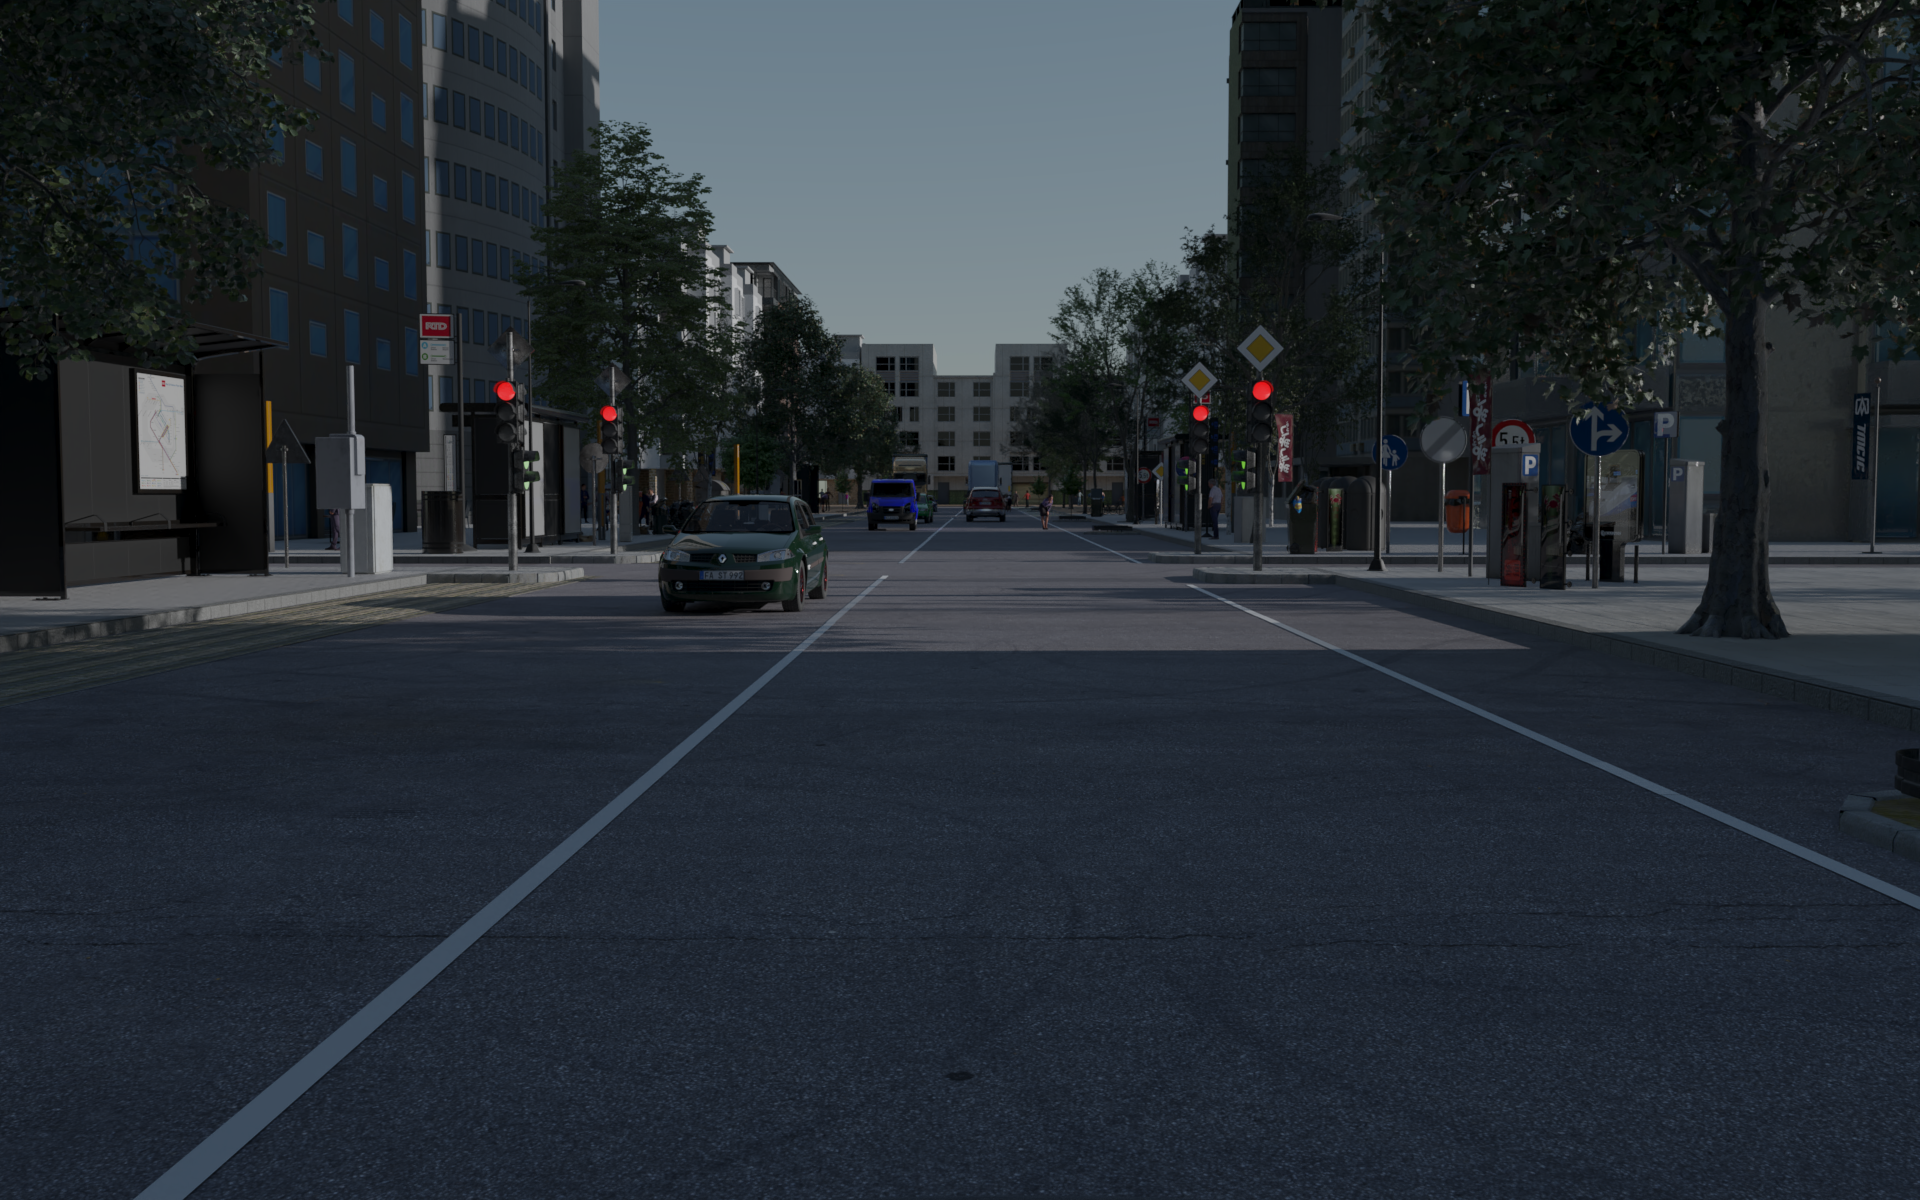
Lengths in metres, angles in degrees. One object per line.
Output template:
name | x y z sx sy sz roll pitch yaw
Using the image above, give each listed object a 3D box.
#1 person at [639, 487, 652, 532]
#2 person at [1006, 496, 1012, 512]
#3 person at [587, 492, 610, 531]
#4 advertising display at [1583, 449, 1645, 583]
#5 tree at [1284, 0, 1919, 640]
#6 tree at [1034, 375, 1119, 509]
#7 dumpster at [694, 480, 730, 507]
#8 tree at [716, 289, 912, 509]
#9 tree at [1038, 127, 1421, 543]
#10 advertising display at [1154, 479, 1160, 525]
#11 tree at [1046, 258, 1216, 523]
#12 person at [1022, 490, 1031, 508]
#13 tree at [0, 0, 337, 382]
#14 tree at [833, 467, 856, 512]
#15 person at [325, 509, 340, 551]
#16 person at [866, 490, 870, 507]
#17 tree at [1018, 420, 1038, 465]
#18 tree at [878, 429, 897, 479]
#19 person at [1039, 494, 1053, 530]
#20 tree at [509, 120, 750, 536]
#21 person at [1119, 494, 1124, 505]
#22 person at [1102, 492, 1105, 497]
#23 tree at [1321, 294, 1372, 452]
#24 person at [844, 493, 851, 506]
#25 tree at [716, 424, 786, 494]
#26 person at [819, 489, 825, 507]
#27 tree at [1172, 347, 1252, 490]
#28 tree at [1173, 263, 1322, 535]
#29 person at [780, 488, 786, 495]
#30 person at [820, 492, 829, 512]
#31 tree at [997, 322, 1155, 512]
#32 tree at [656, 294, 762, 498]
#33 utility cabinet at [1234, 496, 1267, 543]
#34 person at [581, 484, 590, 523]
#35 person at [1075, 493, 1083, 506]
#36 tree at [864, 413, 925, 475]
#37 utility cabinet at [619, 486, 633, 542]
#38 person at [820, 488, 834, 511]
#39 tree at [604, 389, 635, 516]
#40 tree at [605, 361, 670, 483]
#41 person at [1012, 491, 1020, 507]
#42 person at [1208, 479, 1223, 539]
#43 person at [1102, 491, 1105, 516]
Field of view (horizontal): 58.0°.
person | -10.613 -3.023 58.009 0.613 1.512 0.480 -1 4 -9
person | 3.917 -7.822 139.581 0.799 1.438 0.628 3 4 38
person | -12.427 -3.182 60.020 0.963 1.587 0.435 1 4 8
advertising display | 9.509 -1.223 25.218 0.123 1.923 0.974 -2 4 -30
tree | 7.172 -6.025 15.519 9.611 12.733 9.660 0 3 0
tree | 9.611 -13.950 146.215 7.486 12.596 7.792 0 3 0
dumpster | -10.178 -3.992 71.034 1.264 1.857 1.865 0 4 1
tree | -9.338 -11.023 97.238 9.611 12.733 9.660 0 3 0
tree | 7.898 -6.733 44.504 8.767 10.594 7.601 -3 5 -40
advertising display | 8.305 -4.153 73.108 0.123 1.923 0.974 1 4 13
tree | 7.628 -9.295 77.727 9.928 11.665 9.643 0 3 0
person | 7.023 -10.597 181.706 0.705 1.831 1.348 3 5 43
tree | -9.859 -6.600 14.571 9.857 13.997 8.962 0 3 0
tree | -8.256 -7.901 123.785 1.663 3.219 1.824 0 3 0
person | -14.219 -1.984 39.393 0.530 1.710 0.541 -1 4 -12
person | -9.020 -10.094 171.879 0.445 1.727 0.742 1 4 20
tree | 7.866 -10.367 103.919 7.601 10.594 8.767 -1 4 -18
tree | -7.850 -14.386 185.573 4.737 8.622 4.395 0 3 0
person | 3.485 -3.536 69.548 0.421 1.427 0.697 -3 4 -36
tree | -10.537 -8.285 53.586 7.486 12.596 7.792 0 3 0
person | 18.003 -10.961 190.976 1.065 1.426 0.557 2 4 27
person | 15.314 -11.090 188.076 1.217 1.736 0.721 -3 5 -44
tree | 12.844 -6.884 62.922 4.360 8.622 3.978 0 3 0
person | -12.053 -10.694 184.106 0.991 1.433 0.599 0 4 6
tree | -9.751 -5.945 80.919 4.285 4.588 4.351 0 3 0
person | -13.723 -10.177 172.513 1.350 1.814 0.705 -2 4 -32
tree | 13.053 -8.322 86.430 4.737 8.622 4.395 0 3 0
tree | 8.712 -6.360 54.343 4.360 8.622 3.978 0 3 0
person | -13.040 -7.332 126.596 1.217 1.739 0.721 0 4 8
person | -9.488 -6.858 121.396 0.697 1.427 0.421 -3 4 -36
tree | 8.801 -12.967 122.384 12.009 13.543 11.850 0 3 0
tree | -9.351 -6.974 64.382 4.360 8.622 3.978 0 3 0
utility cabinet | 7.698 -2.127 45.930 1.020 1.237 0.306 -3 5 -42
person | -16.664 -4.278 76.685 0.504 1.737 0.576 3 5 42
person | 12.965 -11.144 188.333 1.350 1.814 0.705 -3 5 -40
tree | -7.733 -14.909 178.174 8.767 10.594 7.601 0 4 -5
utility cabinet | -9.012 -2.322 46.647 0.318 1.500 1.173 0 4 -8
person | -10.018 -7.576 130.429 1.217 1.766 0.721 2 4 28
tree | -20.714 -9.182 100.483 4.360 8.622 3.978 0 3 0
tree | -16.273 -8.337 86.671 4.737 8.622 4.395 0 3 0
person | 6.104 -11.000 188.899 0.990 1.755 0.434 2 4 30
person | 7.150 -2.565 48.925 0.436 1.711 0.756 3 5 44
person | 8.116 -5.662 100.835 0.590 1.554 0.614 1 4 22
